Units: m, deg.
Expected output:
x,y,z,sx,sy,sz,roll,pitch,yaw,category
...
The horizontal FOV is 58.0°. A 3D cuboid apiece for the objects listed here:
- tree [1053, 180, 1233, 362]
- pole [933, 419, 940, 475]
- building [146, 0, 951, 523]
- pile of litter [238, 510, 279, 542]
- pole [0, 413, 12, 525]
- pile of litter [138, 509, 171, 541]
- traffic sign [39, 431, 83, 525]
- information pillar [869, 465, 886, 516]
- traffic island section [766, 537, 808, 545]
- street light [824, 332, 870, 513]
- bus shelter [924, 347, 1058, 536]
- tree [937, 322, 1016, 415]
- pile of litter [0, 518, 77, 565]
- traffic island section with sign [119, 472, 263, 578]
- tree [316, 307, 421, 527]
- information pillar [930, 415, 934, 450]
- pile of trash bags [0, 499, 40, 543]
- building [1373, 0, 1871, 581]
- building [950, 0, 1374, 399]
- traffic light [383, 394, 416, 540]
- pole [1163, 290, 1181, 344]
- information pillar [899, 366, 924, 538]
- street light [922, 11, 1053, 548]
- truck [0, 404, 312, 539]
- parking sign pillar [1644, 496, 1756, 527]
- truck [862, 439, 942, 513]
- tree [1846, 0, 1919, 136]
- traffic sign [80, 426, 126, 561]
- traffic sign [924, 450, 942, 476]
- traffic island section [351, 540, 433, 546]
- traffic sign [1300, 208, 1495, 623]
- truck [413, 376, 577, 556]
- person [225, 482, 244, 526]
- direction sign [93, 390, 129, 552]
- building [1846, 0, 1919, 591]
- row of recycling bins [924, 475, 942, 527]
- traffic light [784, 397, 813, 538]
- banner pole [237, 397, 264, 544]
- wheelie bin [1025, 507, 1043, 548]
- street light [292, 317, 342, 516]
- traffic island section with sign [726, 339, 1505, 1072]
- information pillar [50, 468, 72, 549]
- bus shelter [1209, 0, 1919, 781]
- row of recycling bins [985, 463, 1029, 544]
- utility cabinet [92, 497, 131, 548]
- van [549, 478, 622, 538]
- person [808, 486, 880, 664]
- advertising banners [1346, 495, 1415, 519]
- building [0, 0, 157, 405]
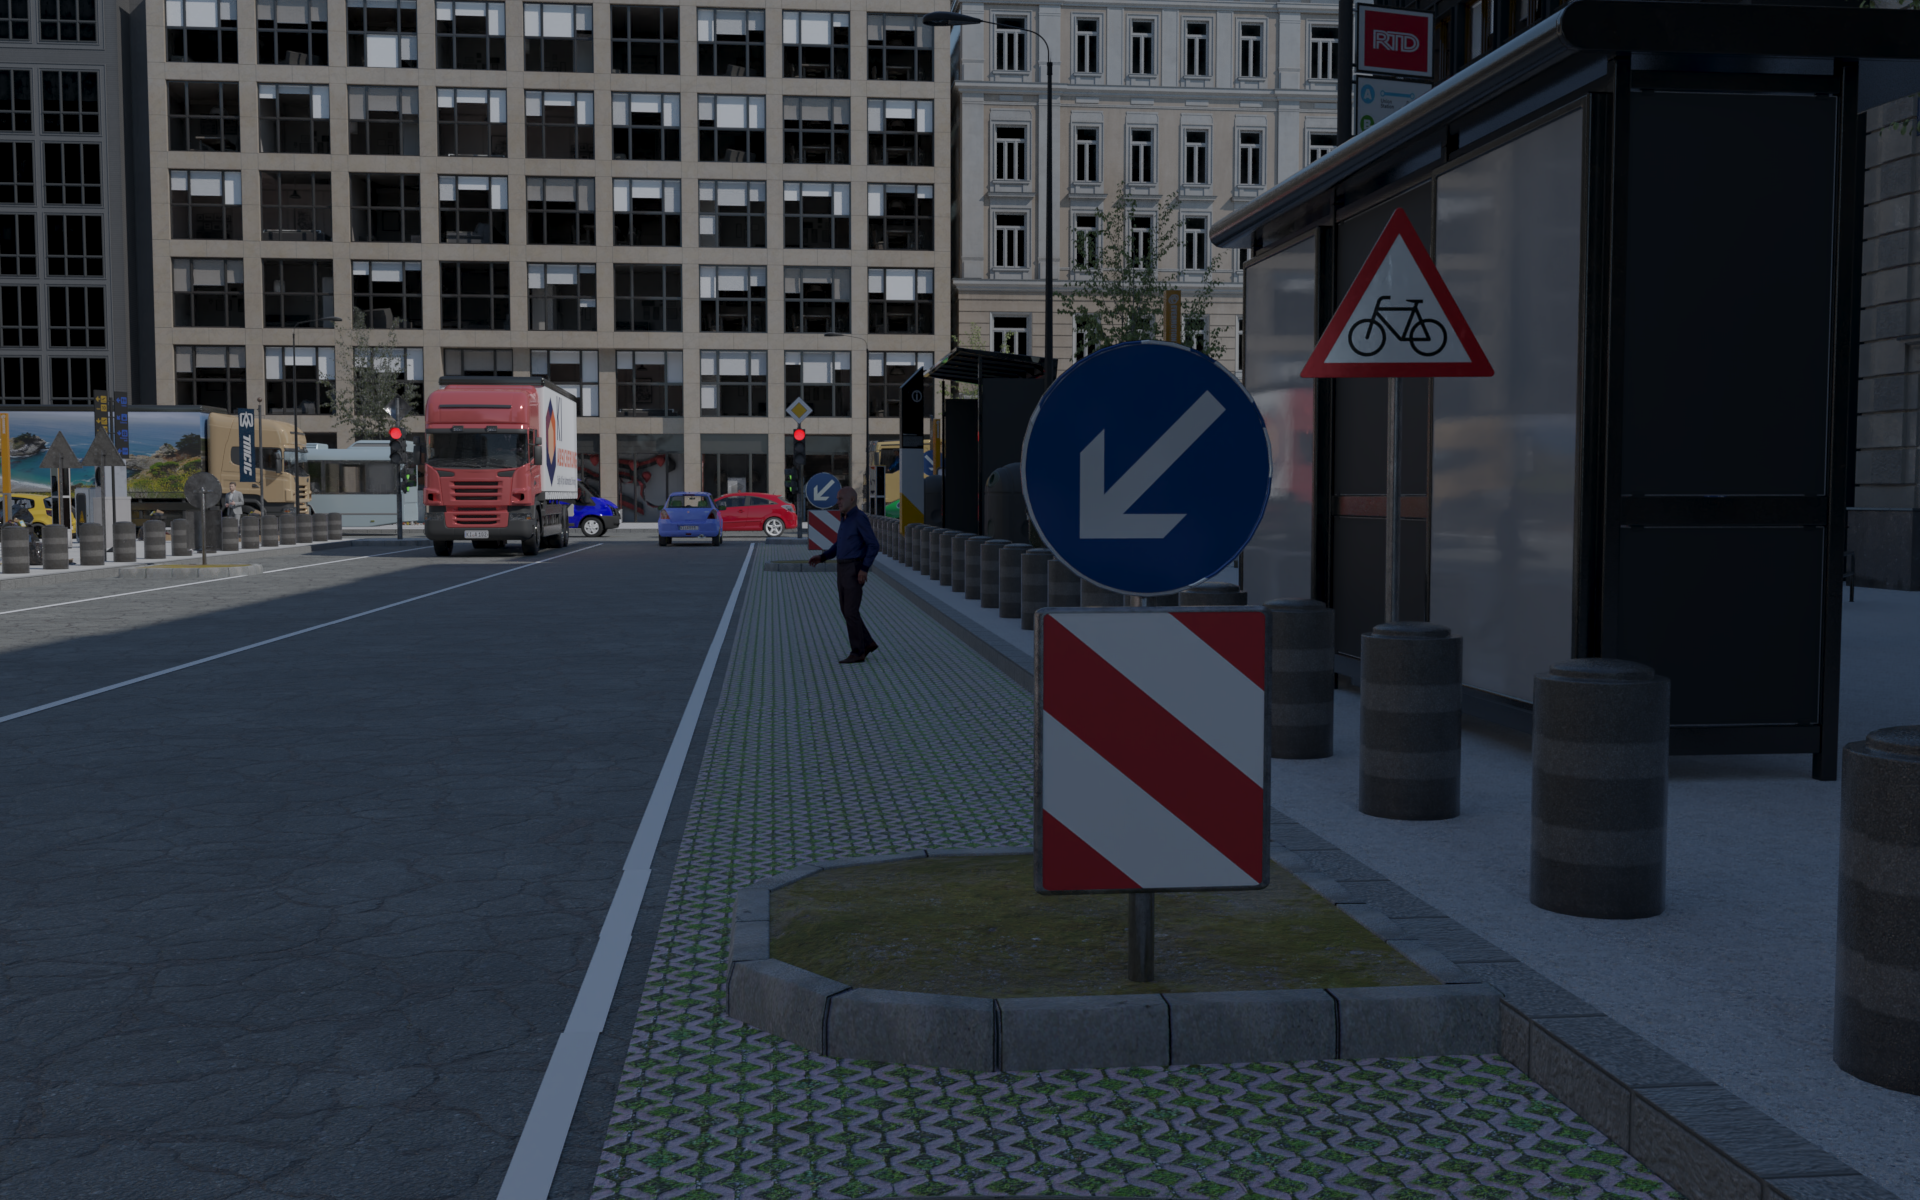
x,y,z,sx,sy,sz,roll,pitch,yaw,category
4.274,-5.589,41.742,4.737,8.622,4.395,0,3,0,tree
-0.630,-3.257,47.103,0.158,3.312,0.155,0,3,0,pole
-18.376,-17.137,84.700,34.151,26.468,19.350,0,4,-6,building
-18.957,-2.018,46.953,1.719,0.858,1.176,-2,4,-29,pile of litter
-24.052,-3.048,43.681,0.158,3.312,0.155,0,3,0,pole
-21.973,-2.077,47.916,1.176,0.858,1.719,3,5,40,pile of litter
-18.484,-2.178,35.611,0.884,2.594,0.081,0,4,0,traffic sign
-2.091,-2.415,43.978,0.304,2.012,0.304,-2,4,-34,information pillar
-4.615,-1.705,50.152,2.009,0.180,2.903,0,4,-6,traffic island section
-3.210,-4.736,49.982,1.470,5.913,1.316,0,4,-6,street light
0.469,-2.422,30.890,1.731,3.624,6.357,0,4,-6,bus shelter
1.137,-7.524,73.385,4.737,8.622,4.395,0,3,0,tree
-16.952,-1.072,31.495,1.719,0.858,1.176,1,4,22,pile of litter
-13.519,-1.347,30.656,1.989,1.847,2.006,0,4,-6,traffic island section with sign
-22.885,-7.175,67.681,4.360,8.622,3.978,0,3,0,tree
-0.777,-3.664,51.254,0.183,3.616,0.504,-1,4,-21,information pillar
-26.337,-2.270,46.875,1.912,1.369,3.447,-3,5,-43,pile of trash bags
16.564,-12.439,33.053,12.332,23.373,15.834,0,4,-6,building
8.876,-18.295,85.029,20.117,28.700,13.634,0,4,-6,building
-15.799,-3.663,48.803,0.839,4.253,0.868,0,4,-6,traffic light
2.126,-1.444,17.446,0.158,3.312,0.155,0,3,0,pole
-0.870,-2.466,31.669,0.504,3.616,0.183,-2,4,-32,information pillar
0.332,-2.713,16.902,1.470,5.913,1.316,0,4,-6,street light
-26.222,-4.081,55.638,11.283,4.237,2.839,0,4,-5,truck
6.539,-1.646,15.390,1.447,3.967,1.447,-2,4,-35,parking sign pillar
0.552,-4.064,62.370,9.791,3.379,3.469,0,4,-7,truck
9.883,-3.895,14.052,4.737,8.622,4.395,0,3,0,tree
-16.368,-2.023,33.084,0.884,2.594,0.081,0,4,3,traffic sign
-0.783,-3.042,49.836,0.768,2.556,0.104,0,4,0,traffic sign
-15.840,-1.630,48.933,2.009,0.180,2.903,0,4,-6,traffic island section
1.996,-0.488,7.976,0.884,2.594,0.081,0,4,1,traffic sign
-11.419,-3.344,43.580,2.839,4.237,11.283,0,4,-7,truck
-21.564,-2.607,51.328,0.606,1.804,0.583,0,4,7,person
-18.642,-2.821,38.117,0.379,3.537,0.876,1,4,22,direction sign
19.286,-13.130,11.933,12.463,27.353,25.104,0,4,-6,building
-0.065,-1.907,38.295,1.069,1.692,3.534,1,4,17,row of recycling bins
-4.656,-3.738,50.034,0.839,4.253,0.868,0,4,-6,traffic light
-18.246,-3.345,44.716,0.401,3.779,0.863,2,4,34,banner pole
1.132,-0.747,20.118,0.693,1.594,0.980,1,4,9,wheelie bin
-16.866,-4.459,45.440,1.470,5.913,1.316,0,4,-6,street light
0.300,0.208,5.235,1.989,1.847,2.006,0,4,-6,traffic island section with sign
-21.062,-2.208,40.588,0.304,2.012,0.304,2,4,29,information pillar
3.146,-2.089,11.791,2.179,5.291,8.768,0,4,-6,bus shelter
0.840,-1.042,24.153,1.069,1.692,3.534,0,4,1,row of recycling bins
-20.319,-1.857,41.518,0.306,1.237,1.020,1,4,10,utility cabinet
-13.965,-3.261,57.709,5.245,2.365,2.240,0,4,-6,van
-0.985,-0.213,14.685,0.600,1.496,0.574,0,4,-4,person
5.675,-1.645,23.079,0.090,3.025,2.074,-2,4,-30,advertising banners
-47.049,-17.482,79.333,24.014,27.812,14.314,0,4,-6,building
